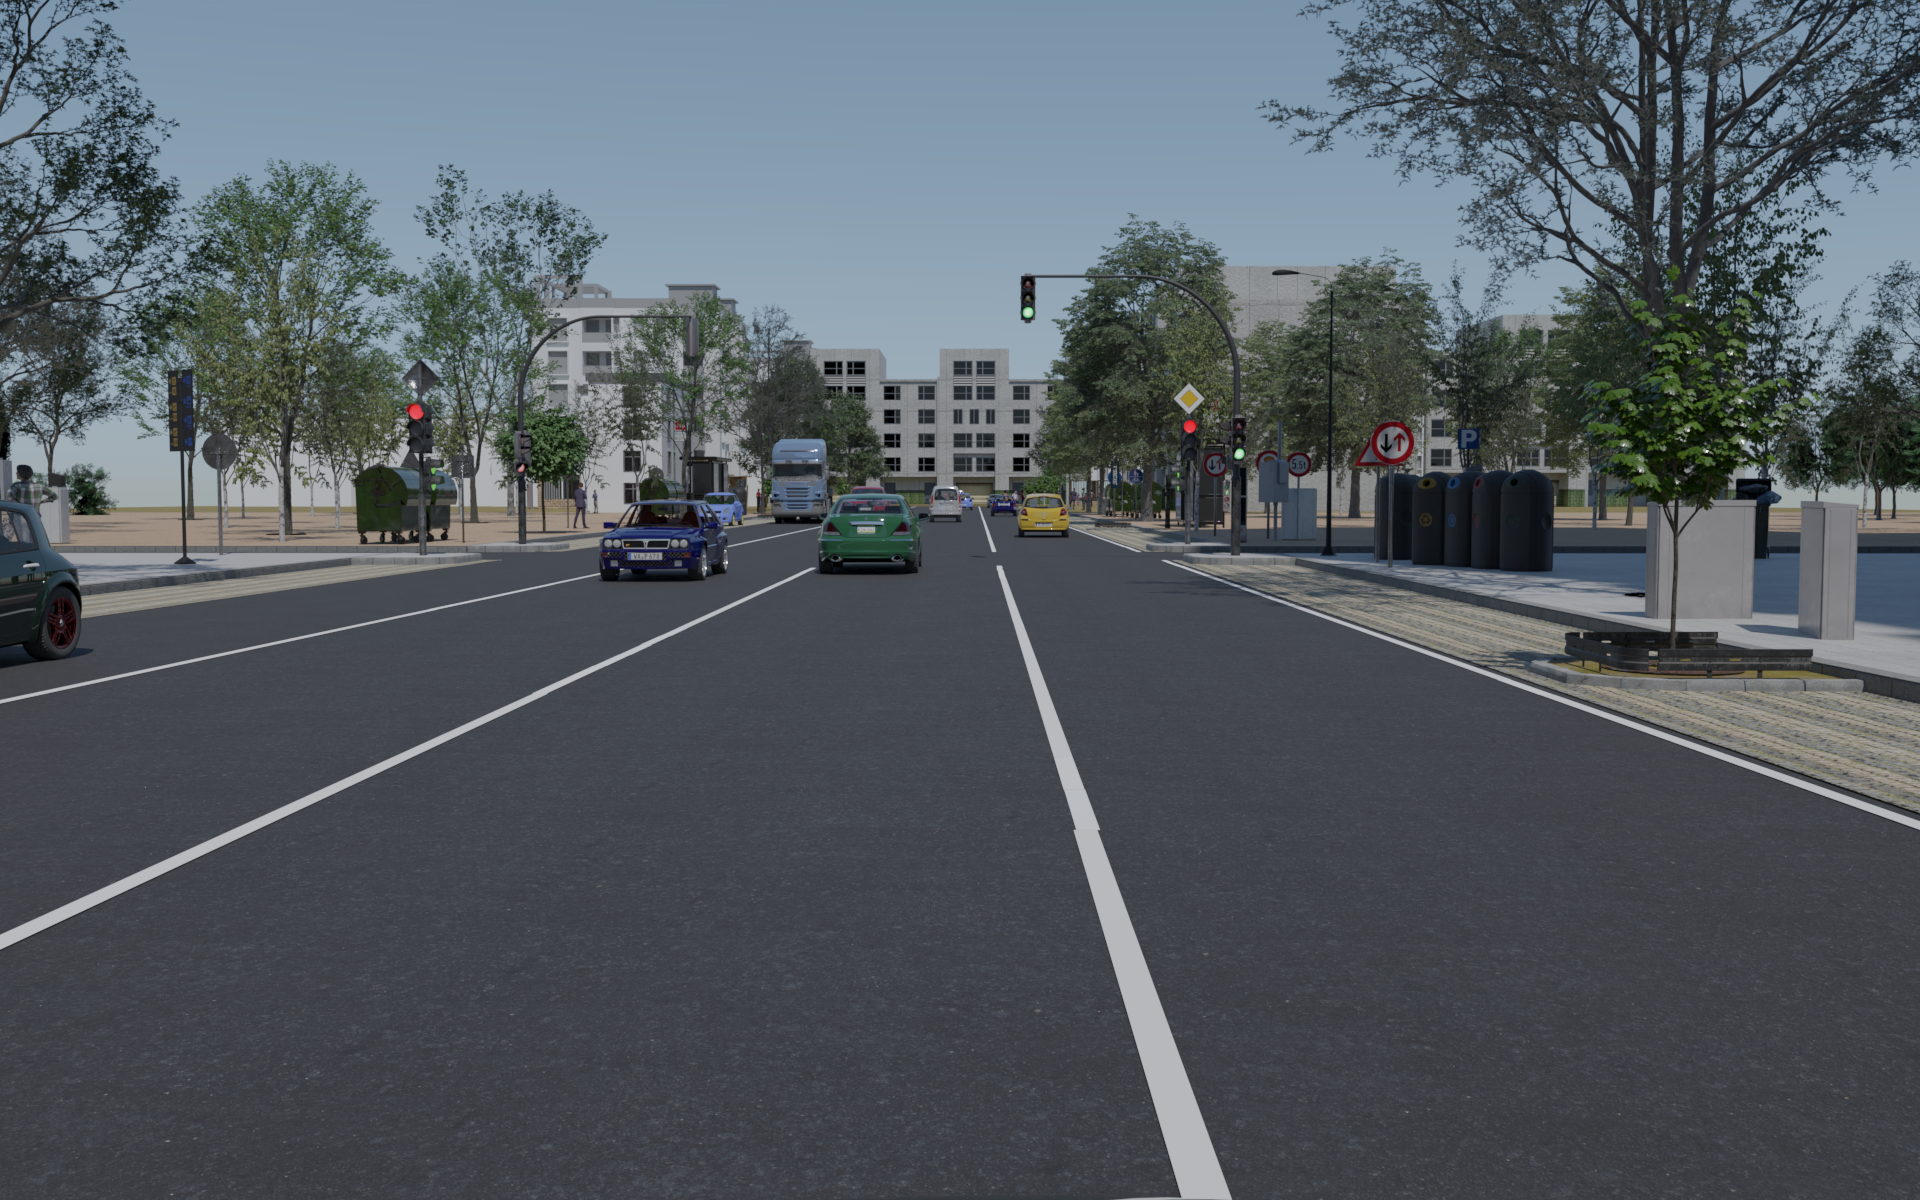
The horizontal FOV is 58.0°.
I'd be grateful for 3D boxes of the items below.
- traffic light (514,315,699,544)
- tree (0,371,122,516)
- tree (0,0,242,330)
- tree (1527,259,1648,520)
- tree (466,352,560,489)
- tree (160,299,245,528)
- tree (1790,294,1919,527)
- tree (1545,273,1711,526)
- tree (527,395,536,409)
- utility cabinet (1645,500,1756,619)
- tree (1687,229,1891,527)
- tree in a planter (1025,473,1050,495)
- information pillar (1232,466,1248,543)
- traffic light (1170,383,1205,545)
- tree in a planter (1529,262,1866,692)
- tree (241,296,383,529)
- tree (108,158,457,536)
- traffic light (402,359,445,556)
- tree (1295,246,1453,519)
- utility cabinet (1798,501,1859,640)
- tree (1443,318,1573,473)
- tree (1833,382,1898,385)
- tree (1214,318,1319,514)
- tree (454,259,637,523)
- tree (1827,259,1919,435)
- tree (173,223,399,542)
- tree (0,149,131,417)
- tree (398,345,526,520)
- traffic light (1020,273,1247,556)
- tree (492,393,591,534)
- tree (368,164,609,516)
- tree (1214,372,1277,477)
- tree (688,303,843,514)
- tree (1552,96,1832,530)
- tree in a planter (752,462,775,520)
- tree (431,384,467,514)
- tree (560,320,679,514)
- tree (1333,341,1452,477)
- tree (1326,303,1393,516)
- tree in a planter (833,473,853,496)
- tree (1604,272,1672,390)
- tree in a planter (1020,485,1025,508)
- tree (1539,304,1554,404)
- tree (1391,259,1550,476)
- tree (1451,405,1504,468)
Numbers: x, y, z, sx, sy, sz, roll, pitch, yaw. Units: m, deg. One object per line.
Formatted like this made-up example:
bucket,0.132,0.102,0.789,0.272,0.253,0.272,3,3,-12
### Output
traffic light,-9.051,-4.247,44.104,4.771,5.953,1.251,0,4,0
tree,-58.826,-12.119,99.968,13.155,14.587,18.604,1,4,15
tree,-14.050,-5.501,24.347,7.601,10.594,8.767,-3,4,-36
tree,31.573,-10.124,83.649,7.486,12.596,7.792,0,3,0
tree,-22.777,-8.548,90.126,4.360,8.622,3.978,0,3,0
tree,-27.815,-7.031,65.312,4.360,8.622,3.978,0,3,0
tree,34.941,-7.099,66.436,4.360,8.622,3.978,0,3,0
tree,27.399,-8.275,69.713,7.601,10.594,8.767,0,4,3
tree,-30.051,-10.150,116.314,4.737,8.622,4.395,0,3,0
utility cabinet,7.643,-0.412,17.904,1.020,1.237,0.306,0,4,-3
tree,22.799,-6.000,48.455,4.360,8.622,3.978,0,3,0
tree in a planter,6.679,-9.087,145.793,1.991,3.239,1.994,0,4,0
information pillar,7.399,-2.529,45.839,0.304,2.012,0.304,-1,4,-16
traffic light,5.777,-3.366,43.958,0.839,4.253,0.868,0,4,0
tree in a planter,5.549,-0.988,13.382,1.991,3.239,1.994,0,4,0
tree,-23.000,-6.913,63.389,4.360,8.622,3.978,0,3,0
tree,-20.895,-7.823,53.660,9.928,11.665,9.643,0,3,0
traffic light,-11.212,-2.886,36.102,0.839,4.253,0.868,0,4,0
tree,20.666,-11.254,90.654,9.857,13.997,8.962,0,3,0
utility cabinet,7.852,-0.276,15.668,0.306,1.237,1.020,1,4,16
tree,32.274,-10.750,101.510,9.928,11.665,9.643,0,3,0
tree,46.672,-7.275,81.851,11.467,7.101,20.602,-1,4,-8
tree,20.395,-11.871,112.213,7.486,12.596,7.792,0,3,0
tree,-21.346,-9.188,75.982,9.928,11.665,9.643,0,3,0
tree,32.846,-7.554,57.921,7.601,10.594,8.767,2,4,30
tree,-18.513,-5.877,46.451,4.737,8.622,4.395,0,3,0
tree,-31.419,-8.763,53.648,12.009,13.543,11.850,0,3,0
tree,-24.815,-8.245,85.165,4.737,8.622,4.395,0,3,0
traffic light,3.616,-3.742,35.850,4.771,5.953,1.251,0,4,0
tree,-13.644,-4.464,56.699,4.285,4.588,4.351,0,3,0
tree,-27.217,-14.967,100.600,12.611,20.169,13.585,0,3,0
tree,16.839,-9.440,104.706,4.360,8.622,3.978,0,3,0
tree,-12.512,-12.240,110.499,12.009,13.543,11.850,0,3,0
tree,13.601,-4.953,31.341,4.737,8.622,4.395,0,3,0
tree in a planter,-10.417,-6.024,95.716,1.991,3.239,1.994,0,4,0
tree,-32.587,-9.870,111.729,4.360,8.622,3.978,0,3,0
tree,-13.635,-7.471,72.514,4.360,8.622,3.978,0,3,0
tree,20.053,-8.074,82.373,4.737,8.622,4.395,0,3,0
tree,16.279,-7.059,65.769,4.360,8.622,3.978,0,3,0
tree in a planter,-9.988,-9.125,146.424,1.991,3.239,1.994,0,4,0
tree,22.392,-6.359,54.332,4.360,8.622,3.978,0,3,0
tree in a planter,6.917,-10.755,173.063,1.991,3.239,1.994,0,4,0
tree,22.514,-6.776,61.153,4.737,8.622,4.395,0,3,0
tree,16.319,-6.398,54.977,4.360,8.622,3.978,0,3,0
tree,34.433,-10.161,116.495,4.737,8.622,4.395,0,3,0
